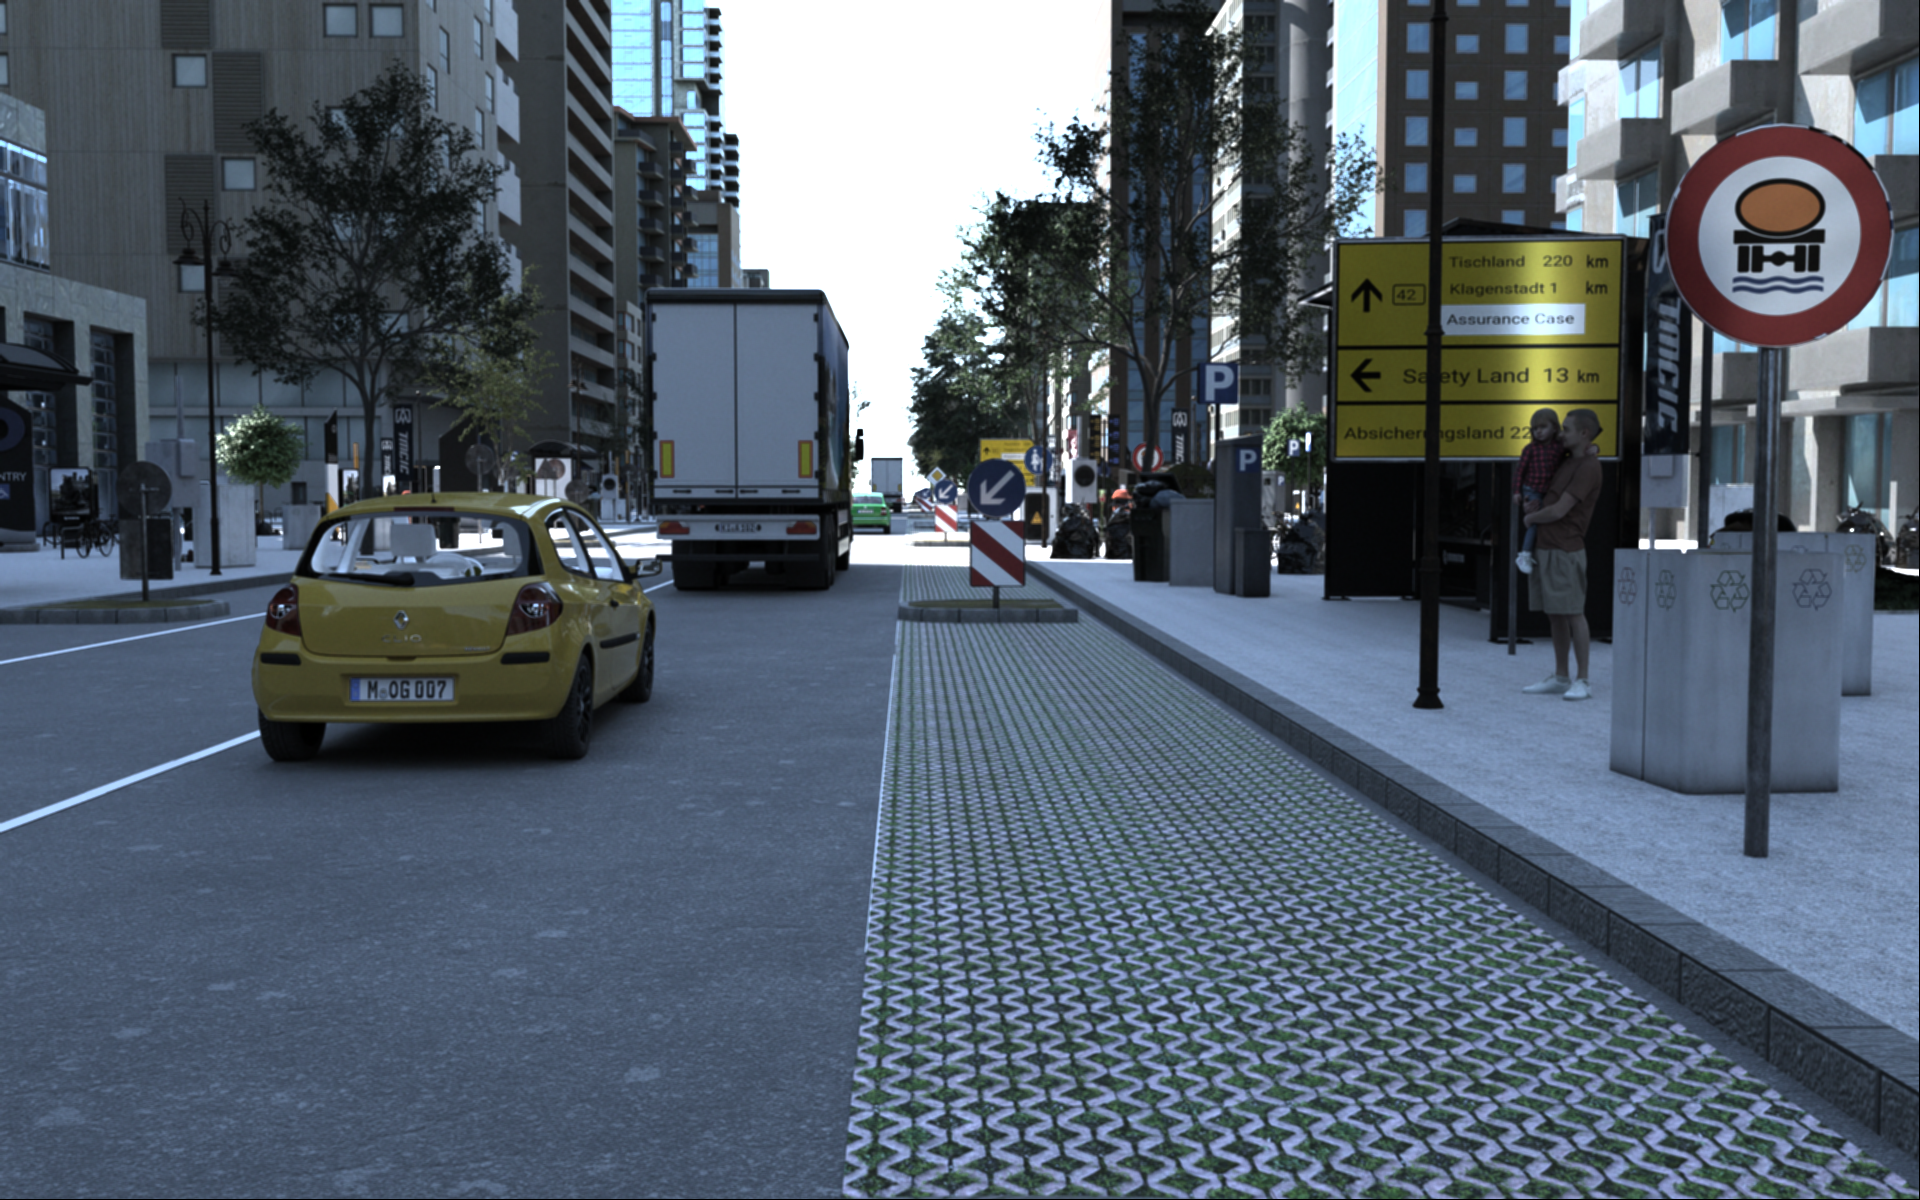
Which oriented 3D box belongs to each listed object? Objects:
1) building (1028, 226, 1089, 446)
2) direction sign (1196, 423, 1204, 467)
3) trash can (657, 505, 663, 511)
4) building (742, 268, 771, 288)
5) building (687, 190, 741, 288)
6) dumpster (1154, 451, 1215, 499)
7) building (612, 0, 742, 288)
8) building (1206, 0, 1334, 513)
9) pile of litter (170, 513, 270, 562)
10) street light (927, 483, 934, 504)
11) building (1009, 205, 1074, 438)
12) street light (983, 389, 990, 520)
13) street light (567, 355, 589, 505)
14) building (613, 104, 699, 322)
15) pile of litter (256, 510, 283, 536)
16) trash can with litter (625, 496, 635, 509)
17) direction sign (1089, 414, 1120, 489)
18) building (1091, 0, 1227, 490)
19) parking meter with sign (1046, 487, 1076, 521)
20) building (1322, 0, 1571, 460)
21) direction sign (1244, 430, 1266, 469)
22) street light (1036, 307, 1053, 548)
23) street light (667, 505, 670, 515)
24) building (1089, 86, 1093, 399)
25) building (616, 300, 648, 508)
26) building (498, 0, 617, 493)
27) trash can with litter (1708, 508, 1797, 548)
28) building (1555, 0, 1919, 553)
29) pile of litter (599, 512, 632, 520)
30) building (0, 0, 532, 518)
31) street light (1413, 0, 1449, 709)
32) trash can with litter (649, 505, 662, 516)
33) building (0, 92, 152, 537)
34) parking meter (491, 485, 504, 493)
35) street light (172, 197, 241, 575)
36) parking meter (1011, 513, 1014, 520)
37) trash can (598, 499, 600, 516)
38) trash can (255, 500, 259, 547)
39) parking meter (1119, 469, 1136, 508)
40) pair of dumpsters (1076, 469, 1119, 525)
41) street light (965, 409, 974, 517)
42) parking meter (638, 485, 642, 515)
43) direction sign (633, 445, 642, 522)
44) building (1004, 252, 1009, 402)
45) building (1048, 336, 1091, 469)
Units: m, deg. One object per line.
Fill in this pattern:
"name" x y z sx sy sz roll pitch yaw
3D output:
"building" 17.342 -35.513 264.232 14.154 41.232 14.086 0 4 -2
"direction sign" 7.634 -3.880 55.436 0.379 3.537 0.876 1 4 17
"trash can" -18.243 -5.721 105.184 0.748 1.137 0.748 0 3 0
"building" -40.796 -38.001 304.907 14.154 41.232 14.086 0 4 -2
"building" -40.214 -37.200 258.324 14.600 45.320 14.200 0 4 -2
"dumpster" 5.125 -2.290 39.943 1.502 2.255 1.985 0 4 -2
"building" -45.569 -59.140 279.605 22.319 86.520 31.000 0 4 -2
"building" 30.942 -26.282 121.593 32.217 40.220 23.993 0 4 -2
"pile of litter" -14.218 -1.157 32.887 1.719 0.858 1.176 2 4 33
"street light" -4.192 -17.215 254.246 0.468 5.910 1.993 0 4 -2
"building" 19.743 -40.269 282.102 21.300 48.544 21.600 0 4 -2
"street light" 1.131 -6.011 71.072 0.468 5.910 1.993 0 4 -2
"street light" -12.749 -5.206 57.913 0.468 5.910 1.993 0 4 -2
"building" -41.639 -33.161 196.811 22.147 44.769 28.867 0 4 -2
"pile of litter" -21.854 -2.424 53.599 1.719 0.858 1.176 0 4 5
"trash can with litter" -28.544 -8.472 149.901 1.055 1.170 0.624 2 4 33
"direction sign" 4.107 -3.506 49.320 0.876 3.537 0.379 0 4 -5
"building" 18.913 -30.461 148.148 14.600 45.320 14.200 0 4 -2
"parking meter with sign" 4.724 -5.138 80.270 1.738 3.016 0.543 -2 4 -25
"building" 30.002 -27.582 101.079 14.200 45.320 14.600 0 4 -2
"direction sign" 10.492 -4.274 61.879 0.379 3.537 0.876 -3 5 -44
"street light" 1.997 -4.164 40.873 0.468 5.910 1.993 0 4 -2
"street light" -13.476 -6.552 79.913 0.468 5.910 1.993 0 4 -2
"building" 24.796 -33.830 172.729 23.786 49.044 30.456 0 4 -2
"building" -43.875 -19.789 168.583 27.650 21.520 28.899 0 4 -2
"building" -39.896 -31.423 137.462 21.300 48.544 21.600 0 4 -2
"trash can with litter" 6.528 -0.170 14.163 0.624 1.170 1.055 3 4 36
"building" 29.491 -25.875 42.665 23.786 49.044 30.456 0 4 -2
"pile of litter" -17.241 -4.401 85.914 1.176 0.858 1.719 2 4 32
"building" -42.566 -31.530 104.757 28.713 52.752 27.495 0 4 -2
"street light" 2.817 -2.291 10.240 0.468 5.910 1.993 0 4 -2
"trash can with litter" -18.076 -5.616 103.214 1.055 1.170 0.624 3 4 36
"building" -42.088 -44.699 43.503 31.000 86.520 22.319 0 4 -2
"parking meter" -13.270 -2.528 49.737 0.372 1.533 0.369 0 3 0
"street light" -11.827 -3.337 27.344 0.468 5.910 1.993 0 4 -2
"parking meter" 2.570 -4.552 80.133 0.255 1.863 0.399 -2 4 -27
"trash can" -21.171 -5.430 100.441 0.748 1.137 0.748 0 3 0
"trash can" -16.453 -1.715 39.700 0.748 1.137 0.748 0 3 0
"parking meter" 3.908 -2.123 40.422 0.255 1.863 0.399 -2 4 -32
"pair of dumpsters" 5.389 -4.045 68.634 1.574 2.255 4.437 0 4 -2
"street light" 0.507 -7.445 94.518 0.468 5.910 1.993 0 4 -2
"parking meter" -19.628 -6.172 106.630 0.255 1.863 0.399 -2 4 -27
"direction sign" -15.053 -5.428 80.742 0.379 3.537 0.876 0 4 -1
"building" 18.983 -41.616 304.125 21.300 48.544 21.600 0 4 -2
"building" 25.302 -21.951 203.930 27.650 21.520 28.899 0 4 -2
